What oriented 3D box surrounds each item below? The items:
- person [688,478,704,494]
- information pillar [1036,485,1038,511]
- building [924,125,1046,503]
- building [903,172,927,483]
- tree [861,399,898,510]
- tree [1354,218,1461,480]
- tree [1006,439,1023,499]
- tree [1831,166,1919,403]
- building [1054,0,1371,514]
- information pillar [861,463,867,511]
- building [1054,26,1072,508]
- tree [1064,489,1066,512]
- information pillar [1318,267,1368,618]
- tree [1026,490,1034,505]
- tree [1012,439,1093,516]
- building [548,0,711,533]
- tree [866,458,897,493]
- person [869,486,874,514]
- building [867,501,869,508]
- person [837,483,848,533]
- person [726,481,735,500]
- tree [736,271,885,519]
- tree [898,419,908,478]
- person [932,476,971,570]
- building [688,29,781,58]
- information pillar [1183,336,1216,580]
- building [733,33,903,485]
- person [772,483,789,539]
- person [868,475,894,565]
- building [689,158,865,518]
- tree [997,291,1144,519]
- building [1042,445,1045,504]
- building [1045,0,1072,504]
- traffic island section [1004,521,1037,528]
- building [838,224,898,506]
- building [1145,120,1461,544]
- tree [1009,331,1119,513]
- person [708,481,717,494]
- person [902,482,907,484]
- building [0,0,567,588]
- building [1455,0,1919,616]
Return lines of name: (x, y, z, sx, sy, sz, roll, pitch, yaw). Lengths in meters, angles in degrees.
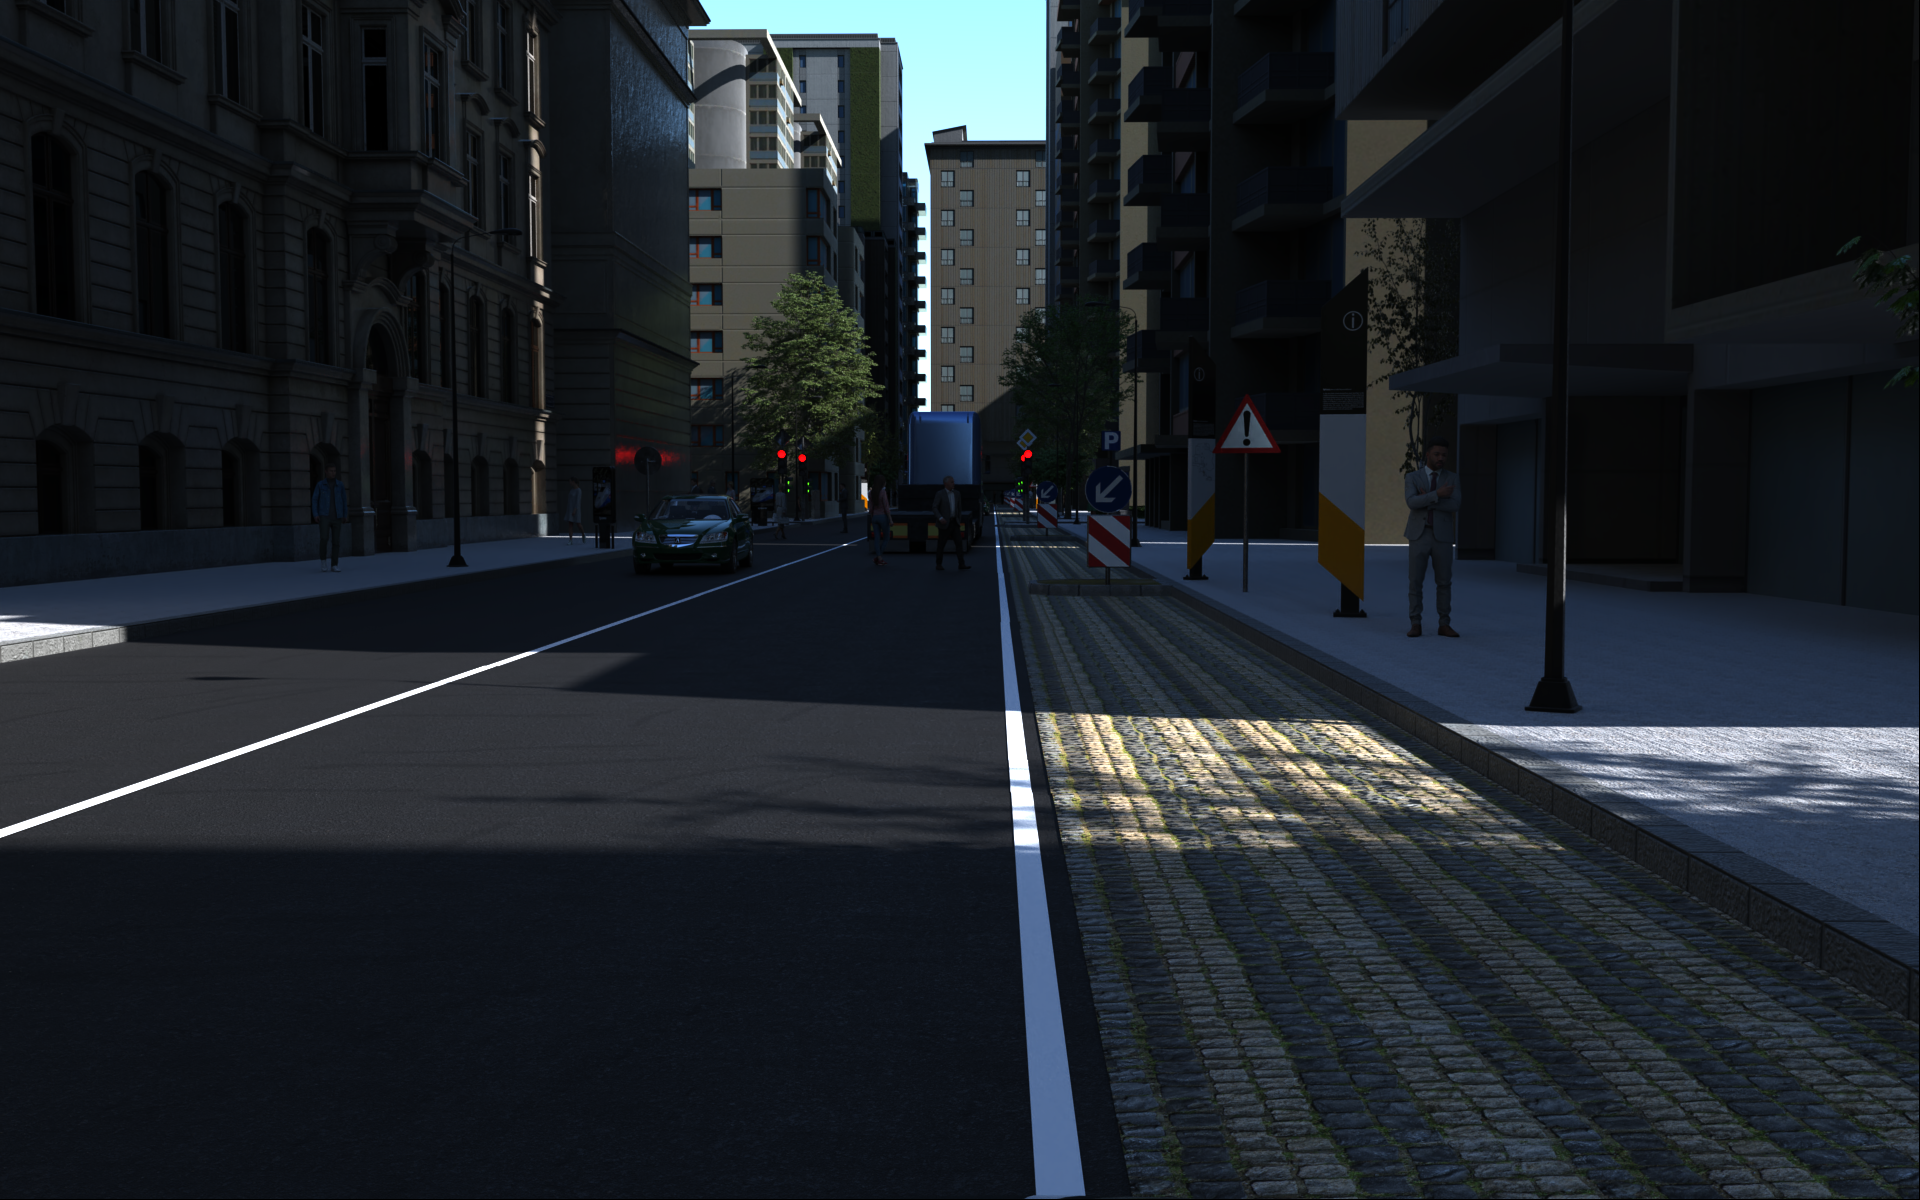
person: (-8.981, -3.232, 58.846, 0.822, 1.834, 0.622, -3, 4, -38)
information pillar: (5.847, -8.577, 131.584, 0.183, 3.616, 0.504, 0, 4, 6)
building: (9.058, -40.747, 255.448, 27.495, 52.752, 28.713, 0, 4, 1)
building: (-20.119, -38.817, 254.267, 30.456, 49.044, 23.786, 0, 4, 1)
tree: (-7.517, -11.482, 138.090, 4.737, 8.622, 4.395, 0, 3, 0)
tree: (10.747, -5.447, 39.426, 4.360, 8.622, 3.978, 0, 3, 0)
tree: (7.974, -16.758, 224.356, 4.737, 8.622, 4.395, 0, 3, 0)
tree: (3.546, -0.650, 5.228, 1.663, 3.219, 1.824, 0, 3, 0)
building: (19.031, -29.800, 141.856, 22.147, 44.769, 28.867, 0, 4, 1)
information pillar: (-7.089, -8.379, 128.346, 0.504, 3.616, 0.183, 0, 4, -7)
building: (16.142, -31.437, 164.105, 14.600, 45.320, 14.200, 0, 4, 1)
tree: (7.494, -8.042, 126.091, 1.663, 3.219, 1.824, 0, 3, 0)
information pillar: (3.992, -1.630, 18.000, 0.504, 3.616, 0.183, 1, 4, 12)
tree: (8.493, -13.016, 207.406, 1.663, 3.219, 1.824, 0, 3, 0)
tree: (5.866, -7.769, 110.732, 4.285, 4.588, 4.351, 0, 3, 0)
building: (-25.414, -14.109, 63.963, 30.059, 22.955, 16.112, 0, 4, 1)
tree: (-7.073, -10.129, 149.324, 4.285, 4.588, 4.351, 0, 3, 0)
person: (-2.637, -2.892, 55.973, 0.709, 1.800, 0.728, 3, 5, 44)
building: (-24.771, -29.195, 169.213, 32.217, 40.220, 23.993, 0, 4, 1)
person: (-4.346, -3.409, 64.043, 0.447, 1.846, 0.655, 0, 4, -5)
person: (-8.081, -3.347, 61.441, 0.598, 1.740, 0.731, -3, 5, -44)
tree: (-7.531, -10.418, 88.463, 7.486, 12.596, 7.792, 0, 3, 0)
tree: (-6.360, -13.157, 165.483, 4.737, 8.622, 4.395, 0, 3, 0)
person: (-0.161, -1.449, 32.595, 0.661, 1.777, 0.834, -3, 5, -42)
building: (-26.400, -27.457, 140.803, 32.217, 40.220, 23.993, 0, 4, 1)
information pillar: (3.599, -2.111, 25.873, 0.504, 3.616, 0.183, -2, 4, -34)
building: (-21.520, -41.524, 220.908, 28.212, 58.520, 21.231, 0, 4, 1)
person: (-5.747, -2.836, 55.217, 0.624, 1.780, 0.694, -2, 4, -31)
person: (-1.584, -1.615, 34.909, 0.555, 1.821, 0.388, 2, 4, 26)
building: (-20.788, -16.015, 106.878, 27.650, 21.520, 28.899, 0, 4, 1)
tree: (5.677, -9.926, 88.045, 9.928, 11.665, 9.643, 0, 3, 0)
building: (21.640, -55.105, 213.642, 22.319, 86.520, 31.000, 0, 4, 1)
building: (19.621, -39.315, 184.807, 21.231, 58.520, 28.212, 0, 4, 1)
traffic island section: (3.073, -3.657, 82.064, 2.009, 0.180, 2.903, 0, 4, 1)
building: (-14.149, -25.482, 188.327, 14.160, 30.474, 14.107, 0, 4, 1)
building: (16.889, -24.570, 56.341, 22.147, 44.769, 28.867, 0, 4, 1)
tree: (7.348, -12.303, 119.282, 7.486, 12.596, 7.792, 0, 3, 0)
person: (-9.423, -3.691, 66.567, 0.590, 1.801, 0.661, 1, 4, 9)
person: (-1.872, -3.241, 61.350, 0.748, 1.841, 0.638, 2, 4, 27)
building: (-18.014, -13.306, 36.641, 14.460, 24.649, 34.723, 0, 4, 1)
building: (20.542, -26.341, 19.908, 28.713, 52.752, 27.495, 0, 4, 1)
